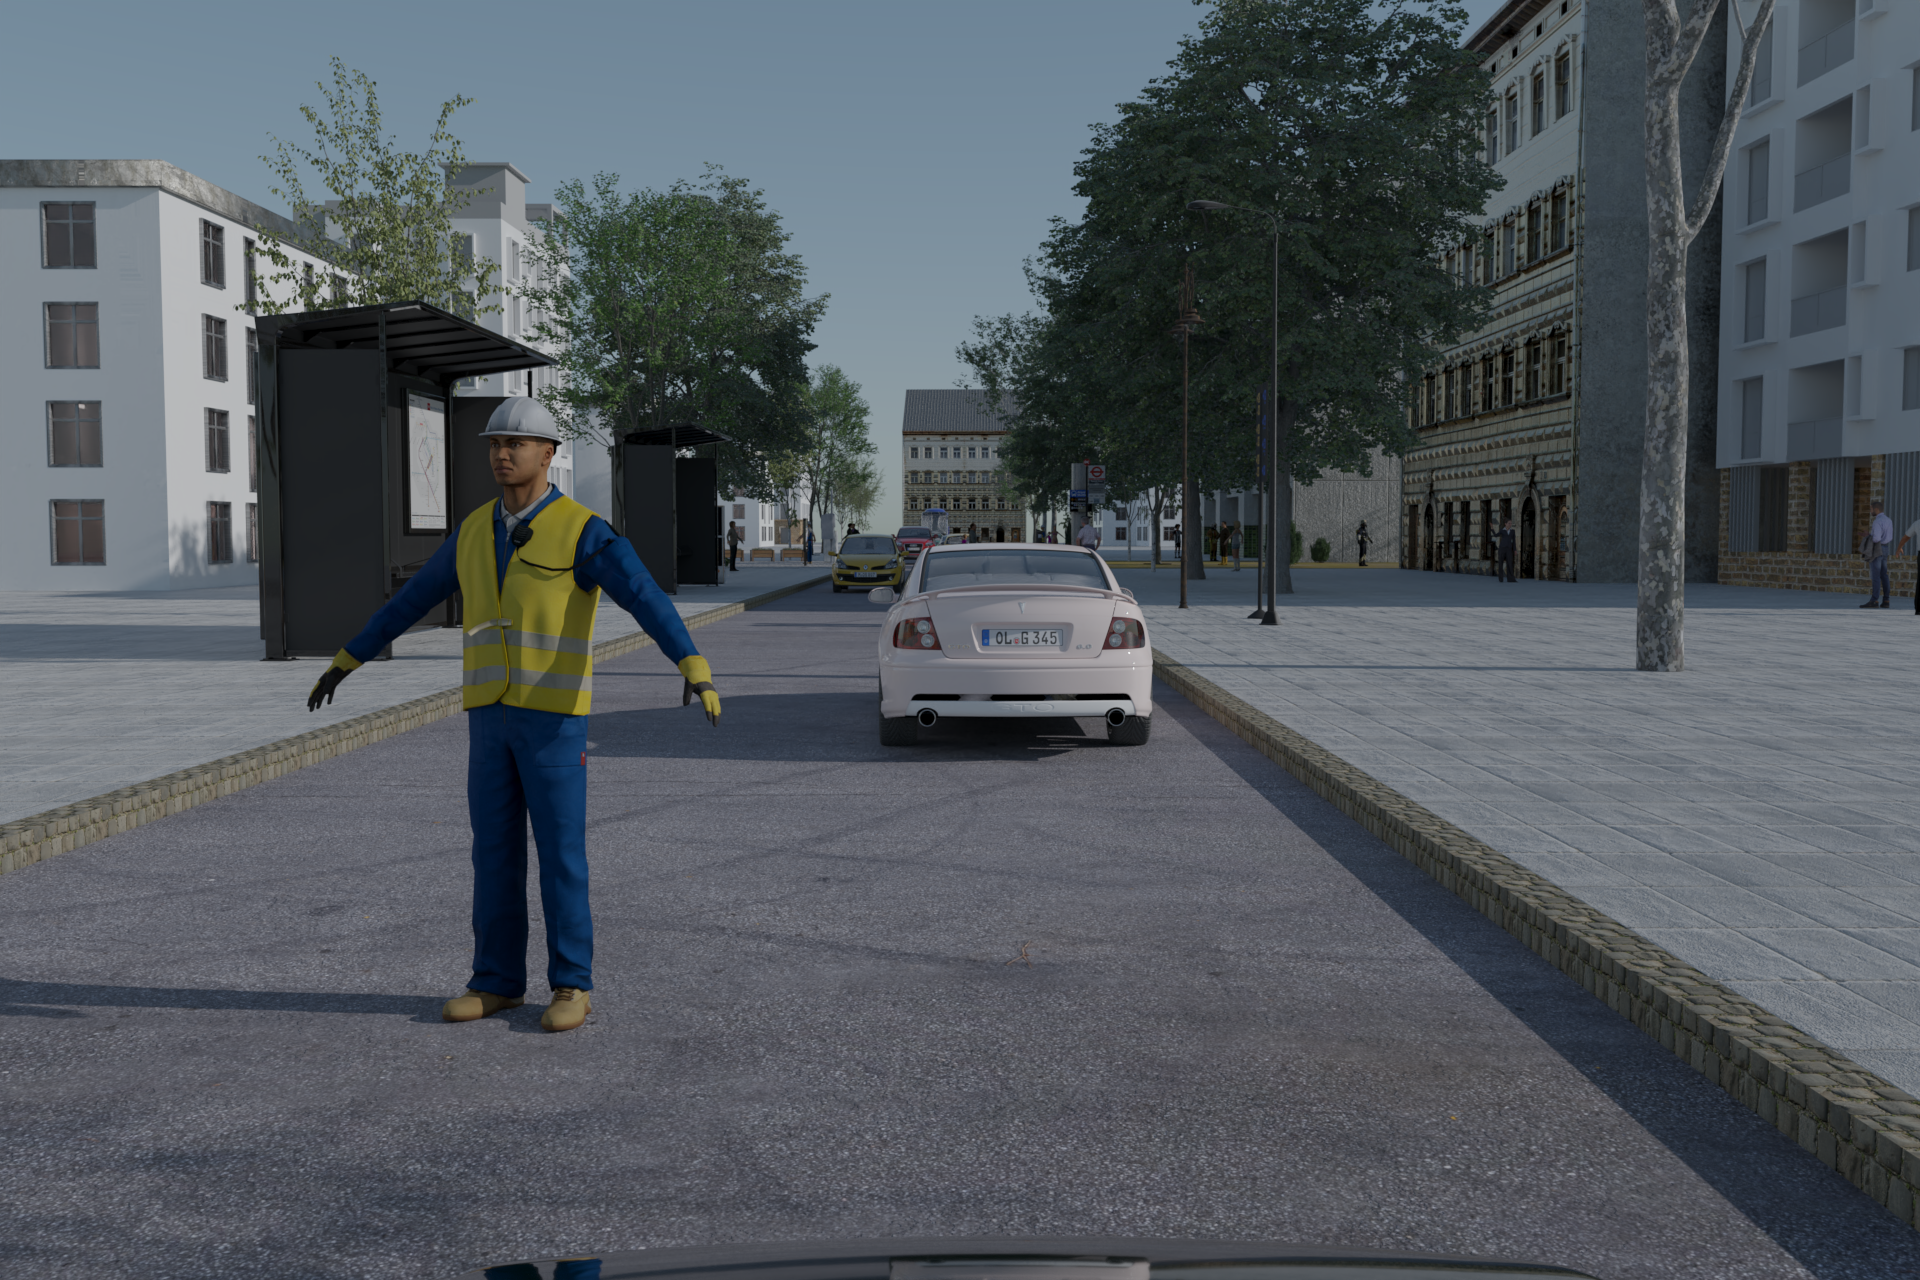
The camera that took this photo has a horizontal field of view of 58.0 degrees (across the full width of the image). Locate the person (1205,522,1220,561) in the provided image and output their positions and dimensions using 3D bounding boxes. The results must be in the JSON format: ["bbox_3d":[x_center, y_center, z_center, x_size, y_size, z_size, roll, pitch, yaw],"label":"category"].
[{"bbox_3d":[11.938,-4.623,81.351,1.354,1.858,0.705,-3,4,-39],"label":"person"}]

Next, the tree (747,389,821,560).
[{"bbox_3d":[-8.683,-8.301,86.085,4.737,8.622,4.395,0,3,0],"label":"tree"}]

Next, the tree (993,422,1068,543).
[{"bbox_3d":[6.759,-13.957,153.959,9.928,11.665,9.643,0,3,0],"label":"tree"}]

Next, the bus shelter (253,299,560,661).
[{"bbox_3d":[-6.279,-1.787,20.496,1.731,3.624,6.357,0,3,0],"label":"bus shelter"}]

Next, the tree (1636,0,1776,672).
[{"bbox_3d":[6.348,-9.685,14.241,12.611,20.169,13.585,0,3,0],"label":"tree"}]

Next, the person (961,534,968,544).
[{"bbox_3d":[0.268,-3.698,72.186,0.599,1.433,0.991,-2,4,-29],"label":"person"}]

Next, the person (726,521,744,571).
[{"bbox_3d":[-7.769,-3.246,59.830,0.721,1.744,1.215,1,4,18],"label":"person"}]

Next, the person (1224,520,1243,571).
[{"bbox_3d":[9.443,-3.243,59.633,0.721,1.753,1.214,3,4,39],"label":"person"}]

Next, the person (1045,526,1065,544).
[{"bbox_3d":[5.109,-5.256,92.738,1.217,1.733,0.721,-1,4,-15],"label":"person"}]

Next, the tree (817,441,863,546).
[{"bbox_3d":[-8.717,-10.963,129.614,4.360,8.622,3.978,0,3,0],"label":"tree"}]

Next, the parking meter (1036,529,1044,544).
[{"bbox_3d":[3.788,-4.523,82.362,0.372,1.533,0.369,0,3,0],"label":"parking meter"}]

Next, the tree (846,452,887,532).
[{"bbox_3d":[-8.896,-12.096,148.127,4.360,8.622,3.978,0,3,0],"label":"tree"}]

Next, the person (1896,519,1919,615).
[{"bbox_3d":[15.280,-1.314,27.275,0.704,1.855,1.343,-1,4,-22],"label":"person"}]

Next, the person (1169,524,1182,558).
[{"bbox_3d":[11.507,-5.212,91.366,1.345,1.843,0.704,-2,4,-33],"label":"person"}]

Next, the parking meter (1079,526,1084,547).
[{"bbox_3d":[3.914,-2.794,54.091,0.372,1.533,0.369,0,3,0],"label":"parking meter"}]

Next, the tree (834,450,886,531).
[{"bbox_3d":[-8.819,-11.556,139.295,4.360,8.622,3.978,0,3,0],"label":"tree"}]

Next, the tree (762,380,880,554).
[{"bbox_3d":[-9.117,-11.539,114.410,9.928,11.665,9.643,0,3,0],"label":"tree"}]

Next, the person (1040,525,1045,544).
[{"bbox_3d":[4.271,-5.196,91.421,0.721,1.772,1.216,0,4,-7],"label":"person"}]

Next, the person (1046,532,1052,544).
[{"bbox_3d":[5.349,-5.705,102.550,0.599,1.433,0.991,-2,4,-32],"label":"person"}]

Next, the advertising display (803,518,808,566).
[{"bbox_3d":[-6.237,-3.959,69.945,0.123,1.923,0.974,0,3,0],"label":"advertising display"}]

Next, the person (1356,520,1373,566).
[{"bbox_3d":[16.006,-3.847,68.682,0.705,1.856,1.354,3,4,36],"label":"person"}]

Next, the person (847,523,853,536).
[{"bbox_3d":[-5.157,-4.628,81.846,0.705,1.806,1.347,-1,4,-15],"label":"person"}]

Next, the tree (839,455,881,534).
[{"bbox_3d":[-8.749,-12.818,159.937,4.360,8.622,3.978,0,3,0],"label":"tree"}]

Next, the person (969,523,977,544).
[{"bbox_3d":[0.453,-2.955,57.048,0.705,1.796,1.348,0,4,-3],"label":"person"}]

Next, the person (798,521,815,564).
[{"bbox_3d":[-6.542,-4.194,74.422,0.705,1.847,1.347,2,4,27],"label":"person"}]

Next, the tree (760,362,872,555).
[{"bbox_3d":[-8.864,-10.912,104.169,9.928,11.665,9.643,0,3,0],"label":"tree"}]

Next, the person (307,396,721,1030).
[{"bbox_3d":[-1.291,0.203,5.102,1.349,1.833,0.705,1,4,18],"label":"person"}]

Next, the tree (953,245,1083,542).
[{"bbox_3d":[5.287,-15.930,116.347,12.611,20.169,13.585,0,3,0],"label":"tree"}]

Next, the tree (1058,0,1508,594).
[{"bbox_3d":[6.774,-7.978,37.100,9.857,13.997,8.962,0,3,0],"label":"tree"}]

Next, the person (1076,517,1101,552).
[{"bbox_3d":[3.164,-2.219,43.254,0.756,1.711,0.436,-2,4,-25],"label":"person"}]

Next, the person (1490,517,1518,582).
[{"bbox_3d":[14.367,-2.381,45.775,0.742,1.727,0.445,-2,4,-28],"label":"person"}]

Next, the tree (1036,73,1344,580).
[{"bbox_3d":[6.643,-8.683,48.625,9.857,13.997,8.962,0,3,0],"label":"tree"}]

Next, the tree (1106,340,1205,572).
[{"bbox_3d":[6.605,-6.592,58.145,4.737,8.622,4.395,0,3,0],"label":"tree"}]

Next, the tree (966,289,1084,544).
[{"bbox_3d":[6.566,-17.131,135.987,12.611,20.169,13.585,0,3,0],"label":"tree"}]

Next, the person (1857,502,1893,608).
[{"bbox_3d":[15.794,-1.474,30.018,0.709,1.838,0.599,-3,5,-39],"label":"person"}]

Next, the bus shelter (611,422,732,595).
[{"bbox_3d":[-6.444,-2.939,39.335,1.731,3.624,6.357,0,4,0],"label":"bus shelter"}]

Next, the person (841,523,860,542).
[{"bbox_3d":[-5.165,-4.741,83.745,1.346,1.802,0.704,2,4,35],"label":"person"}]

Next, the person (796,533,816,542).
[{"bbox_3d":[-7.805,-5.036,88.466,1.347,1.817,0.704,3,4,39],"label":"person"}]

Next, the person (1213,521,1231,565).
[{"bbox_3d":[10.819,-3.977,71.155,0.704,1.812,1.346,-1,4,-19],"label":"person"}]
